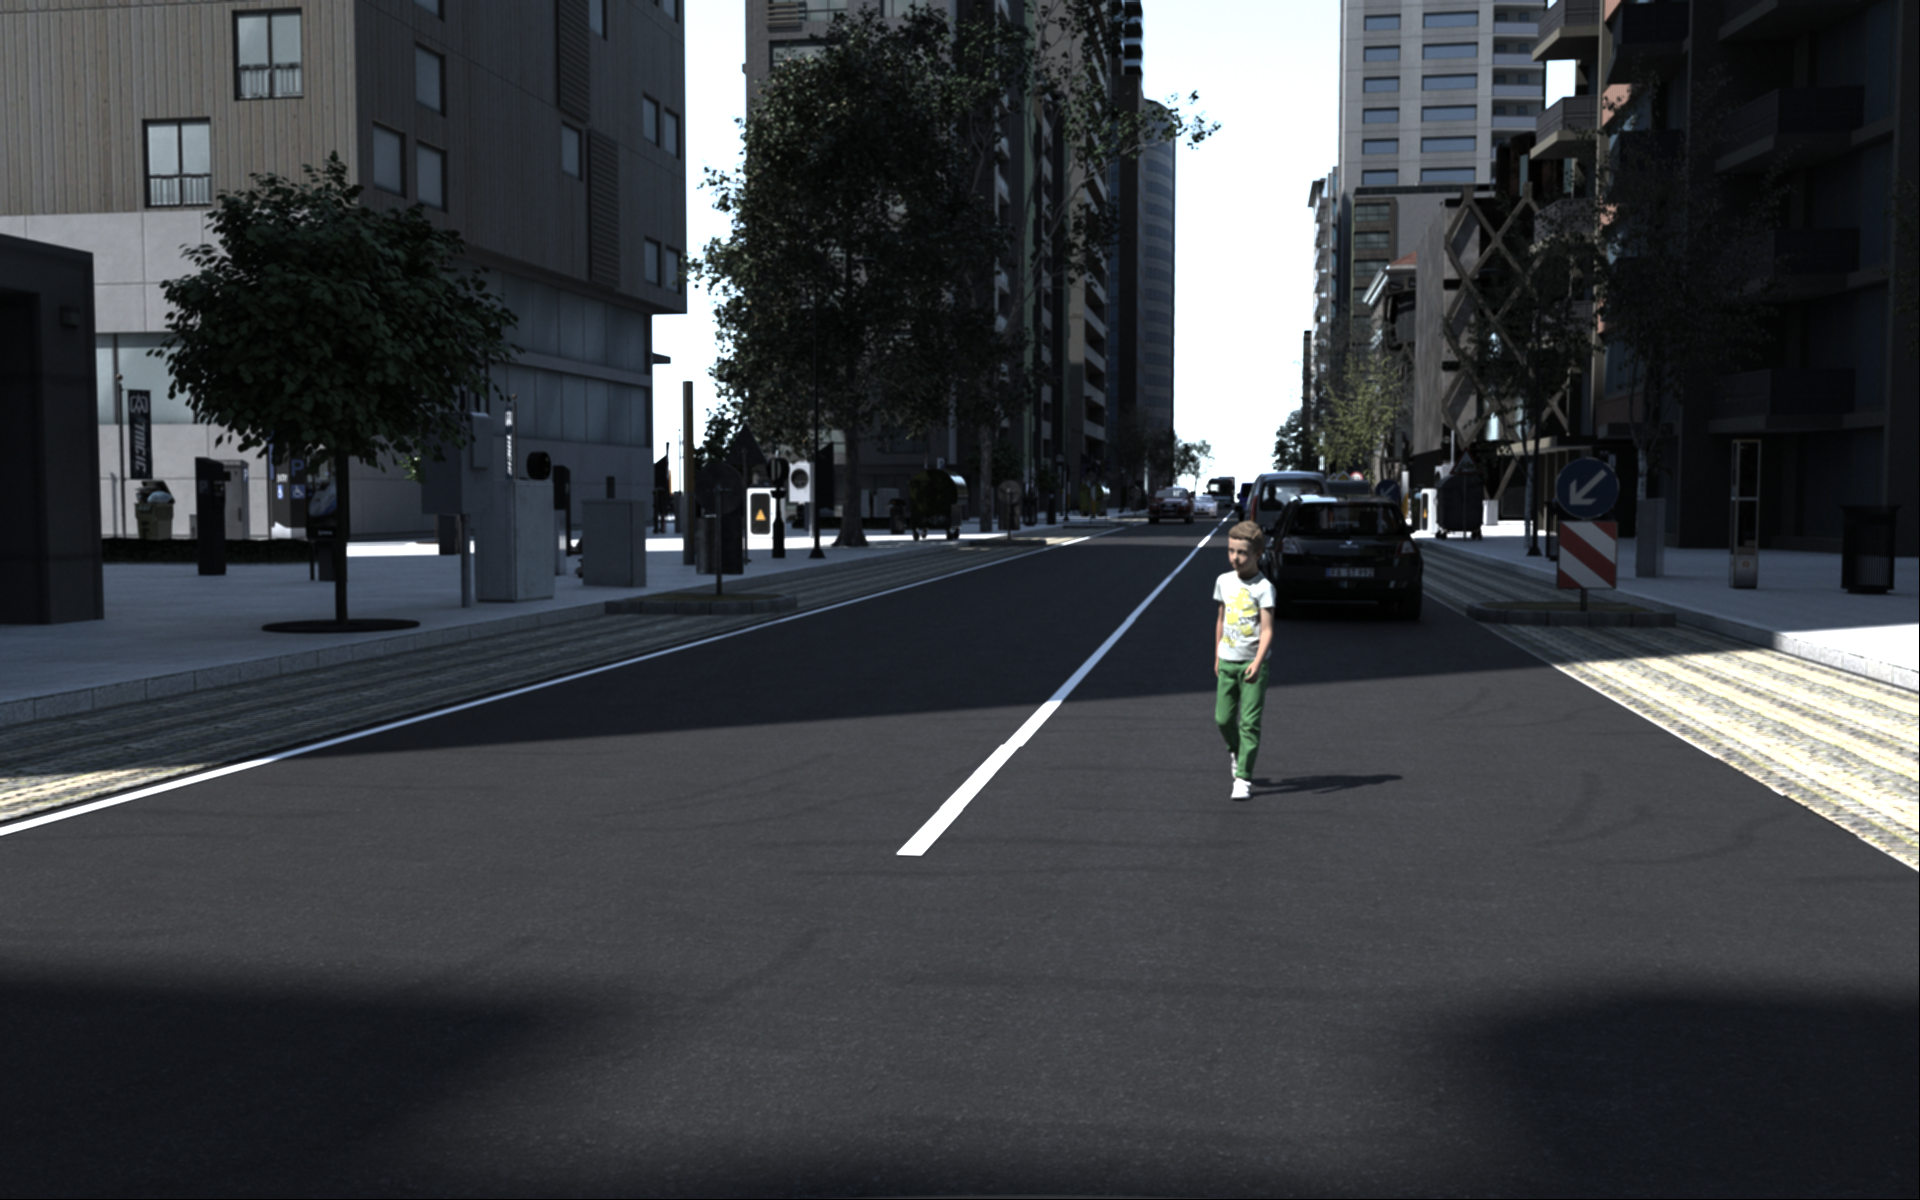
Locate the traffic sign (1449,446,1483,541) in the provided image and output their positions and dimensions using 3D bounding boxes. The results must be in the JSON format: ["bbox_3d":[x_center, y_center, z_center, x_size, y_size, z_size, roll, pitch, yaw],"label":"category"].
[{"bbox_3d":[13.729,-2.877,47.035,0.884,2.594,0.081,1,4,18],"label":"traffic sign"}]

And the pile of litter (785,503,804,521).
[{"bbox_3d":[-7.904,-4.233,83.175,1.176,0.858,1.719,1,4,18],"label":"pile of litter"}]

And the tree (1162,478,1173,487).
[{"bbox_3d":[23.682,-12.278,195.345,1.663,3.219,1.824,0,3,0],"label":"tree"}]

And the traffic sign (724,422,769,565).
[{"bbox_3d":[-3.883,-1.918,31.355,0.884,2.594,0.081,1,4,16],"label":"traffic sign"}]

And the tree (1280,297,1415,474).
[{"bbox_3d":[24.991,-12.076,107.819,12.009,13.543,11.850,0,3,0],"label":"tree"}]

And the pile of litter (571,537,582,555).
[{"bbox_3d":[-7.902,-1.400,36.850,1.176,0.858,1.719,-3,4,-38],"label":"pile of litter"}]

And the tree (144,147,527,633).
[{"bbox_3d":[-5.893,-2.003,16.466,4.285,4.588,4.351,0,3,0],"label":"tree"}]

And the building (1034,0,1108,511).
[{"bbox_3d":[0.793,-31.900,145.266,21.300,48.544,21.600,1,4,9],"label":"building"}]

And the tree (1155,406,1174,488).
[{"bbox_3d":[14.693,-11.896,144.855,4.360,8.622,3.978,0,3,0],"label":"tree"}]

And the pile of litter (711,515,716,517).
[{"bbox_3d":[-12.188,-4.638,89.796,1.719,0.858,1.176,2,4,24],"label":"pile of litter"}]

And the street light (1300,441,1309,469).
[{"bbox_3d":[31.835,-11.381,158.616,1.470,5.913,1.316,1,4,9],"label":"street light"}]

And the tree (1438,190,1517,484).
[{"bbox_3d":[13.385,-5.528,40.747,4.360,8.622,3.978,0,3,0],"label":"tree"}]

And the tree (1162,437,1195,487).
[{"bbox_3d":[27.711,-16.505,220.218,4.737,8.622,4.395,0,3,0],"label":"tree"}]

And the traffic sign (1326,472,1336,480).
[{"bbox_3d":[16.994,-4.591,78.708,0.795,2.450,0.064,1,4,9],"label":"traffic sign"}]

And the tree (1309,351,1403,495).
[{"bbox_3d":[20.676,-8.440,88.349,4.737,8.622,4.395,0,3,0],"label":"tree"}]

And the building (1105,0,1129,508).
[{"bbox_3d":[6.013,-44.496,165.768,20.563,71.187,20.611,1,4,9],"label":"building"}]

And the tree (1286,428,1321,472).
[{"bbox_3d":[37.430,-14.558,188.383,4.360,8.622,3.978,0,3,0],"label":"tree"}]

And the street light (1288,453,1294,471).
[{"bbox_3d":[37.747,-13.523,193.634,1.470,5.913,1.316,1,4,9],"label":"street light"}]

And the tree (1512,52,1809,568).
[{"bbox_3d":[12.025,-4.855,29.740,4.360,8.622,3.978,0,3,0],"label":"tree"}]

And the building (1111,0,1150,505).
[{"bbox_3d":[11.783,-54.566,204.821,22.319,86.520,31.000,1,4,9],"label":"building"}]

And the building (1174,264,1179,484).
[{"bbox_3d":[23.990,-40.711,285.224,23.786,49.044,30.456,1,4,9],"label":"building"}]

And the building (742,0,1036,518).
[{"bbox_3d":[-3.548,-25.327,97.691,14.154,41.232,14.086,1,4,9],"label":"building"}]

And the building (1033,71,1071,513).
[{"bbox_3d":[-0.065,-21.290,119.799,14.160,30.474,14.107,1,4,9],"label":"building"}]

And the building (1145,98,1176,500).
[{"bbox_3d":[20.564,-43.628,255.312,21.231,58.520,28.212,1,4,9],"label":"building"}]

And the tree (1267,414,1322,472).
[{"bbox_3d":[45.273,-19.333,234.222,7.486,12.596,7.792,0,3,0],"label":"tree"}]

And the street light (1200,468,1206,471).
[{"bbox_3d":[37.514,-18.364,272.786,1.470,5.913,1.316,1,4,9],"label":"street light"}]

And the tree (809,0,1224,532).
[{"bbox_3d":[1.646,-12.279,56.647,12.611,20.169,13.585,0,3,0],"label":"tree"}]

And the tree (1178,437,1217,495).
[{"bbox_3d":[42.715,-23.679,312.906,9.928,11.665,9.643,0,3,0],"label":"tree"}]

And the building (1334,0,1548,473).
[{"bbox_3d":[50.671,-39.253,183.790,21.231,58.520,28.212,1,4,9],"label":"building"}]

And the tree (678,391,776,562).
[{"bbox_3d":[-4.607,-2.339,32.844,1.663,3.219,1.824,0,3,0],"label":"tree"}]

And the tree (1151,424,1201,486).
[{"bbox_3d":[28.774,-18.151,231.178,8.767,10.594,7.601,-3,5,-40],"label":"tree"}]

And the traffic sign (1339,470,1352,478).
[{"bbox_3d":[15.680,-4.109,70.831,0.795,2.450,0.064,1,4,9],"label":"traffic sign"}]

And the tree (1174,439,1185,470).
[{"bbox_3d":[19.058,-13.129,165.020,4.360,8.622,3.978,0,3,0],"label":"tree"}]

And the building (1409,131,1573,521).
[{"bbox_3d":[32.267,-13.431,87.050,16.811,18.784,16.820,1,4,9],"label":"building"}]

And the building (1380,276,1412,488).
[{"bbox_3d":[37.898,-15.480,120.553,16.820,18.784,16.811,1,4,9],"label":"building"}]

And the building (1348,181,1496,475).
[{"bbox_3d":[44.034,-24.006,164.194,14.160,30.474,14.107,1,4,9],"label":"building"}]

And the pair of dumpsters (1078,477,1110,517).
[{"bbox_3d":[7.498,-5.807,97.444,1.574,2.255,4.437,1,4,10],"label":"pair of dumpsters"}]

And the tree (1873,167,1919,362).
[{"bbox_3d":[17.904,-4.828,29.307,4.737,8.622,4.395,0,3,0],"label":"tree"}]

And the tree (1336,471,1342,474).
[{"bbox_3d":[28.518,-8.287,130.095,1.663,3.219,1.824,0,3,0],"label":"tree"}]

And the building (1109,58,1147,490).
[{"bbox_3d":[12.275,-32.600,183.128,14.600,45.320,14.200,1,4,9],"label":"building"}]

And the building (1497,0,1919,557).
[{"bbox_3d":[27.788,-23.940,46.043,22.147,44.769,28.867,1,4,9],"label":"building"}]

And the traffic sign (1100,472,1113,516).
[{"bbox_3d":[8.558,-6.204,101.535,0.768,2.556,0.104,1,4,12],"label":"traffic sign"}]

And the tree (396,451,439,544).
[{"bbox_3d":[-13.398,-3.055,44.545,1.663,3.219,1.824,0,3,0],"label":"tree"}]

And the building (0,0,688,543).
[{"bbox_3d":[-26.144,-28.733,59.019,27.495,52.752,28.713,1,4,9],"label":"building"}]

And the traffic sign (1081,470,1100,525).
[{"bbox_3d":[5.479,-4.214,72.548,0.795,2.450,0.064,1,4,9],"label":"traffic sign"}]

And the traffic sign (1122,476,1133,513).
[{"bbox_3d":[11.613,-7.324,119.855,0.768,2.556,0.104,1,4,12],"label":"traffic sign"}]

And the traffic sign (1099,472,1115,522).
[{"bbox_3d":[6.794,-4.696,80.424,0.795,2.450,0.064,1,4,9],"label":"traffic sign"}]

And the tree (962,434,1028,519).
[{"bbox_3d":[1.788,-6.413,88.560,4.285,4.588,4.351,0,3,0],"label":"tree"}]

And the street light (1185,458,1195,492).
[{"bbox_3d":[31.552,-16.238,238.027,1.470,5.913,1.316,1,4,9],"label":"street light"}]

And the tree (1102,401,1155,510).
[{"bbox_3d":[13.414,-11.554,139.262,4.360,8.622,3.978,0,3,0],"label":"tree"}]

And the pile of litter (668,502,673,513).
[{"bbox_3d":[-19.100,-6.144,114.415,1.176,0.858,1.719,-3,4,-38],"label":"pile of litter"}]

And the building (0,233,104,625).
[{"bbox_3d":[-19.588,-35.141,12.810,20.563,71.187,20.611,1,4,9],"label":"building"}]

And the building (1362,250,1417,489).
[{"bbox_3d":[38.912,-18.552,139.475,11.583,22.565,21.152,1,4,9],"label":"building"}]

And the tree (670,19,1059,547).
[{"bbox_3d":[-2.641,-7.672,42.447,9.611,12.733,9.660,0,3,0],"label":"tree"}]

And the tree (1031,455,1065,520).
[{"bbox_3d":[4.209,-5.494,84.431,1.663,3.219,1.824,0,3,0],"label":"tree"}]

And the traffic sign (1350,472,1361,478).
[{"bbox_3d":[22.499,-6.009,98.358,0.768,2.556,0.104,1,4,17],"label":"traffic sign"}]
